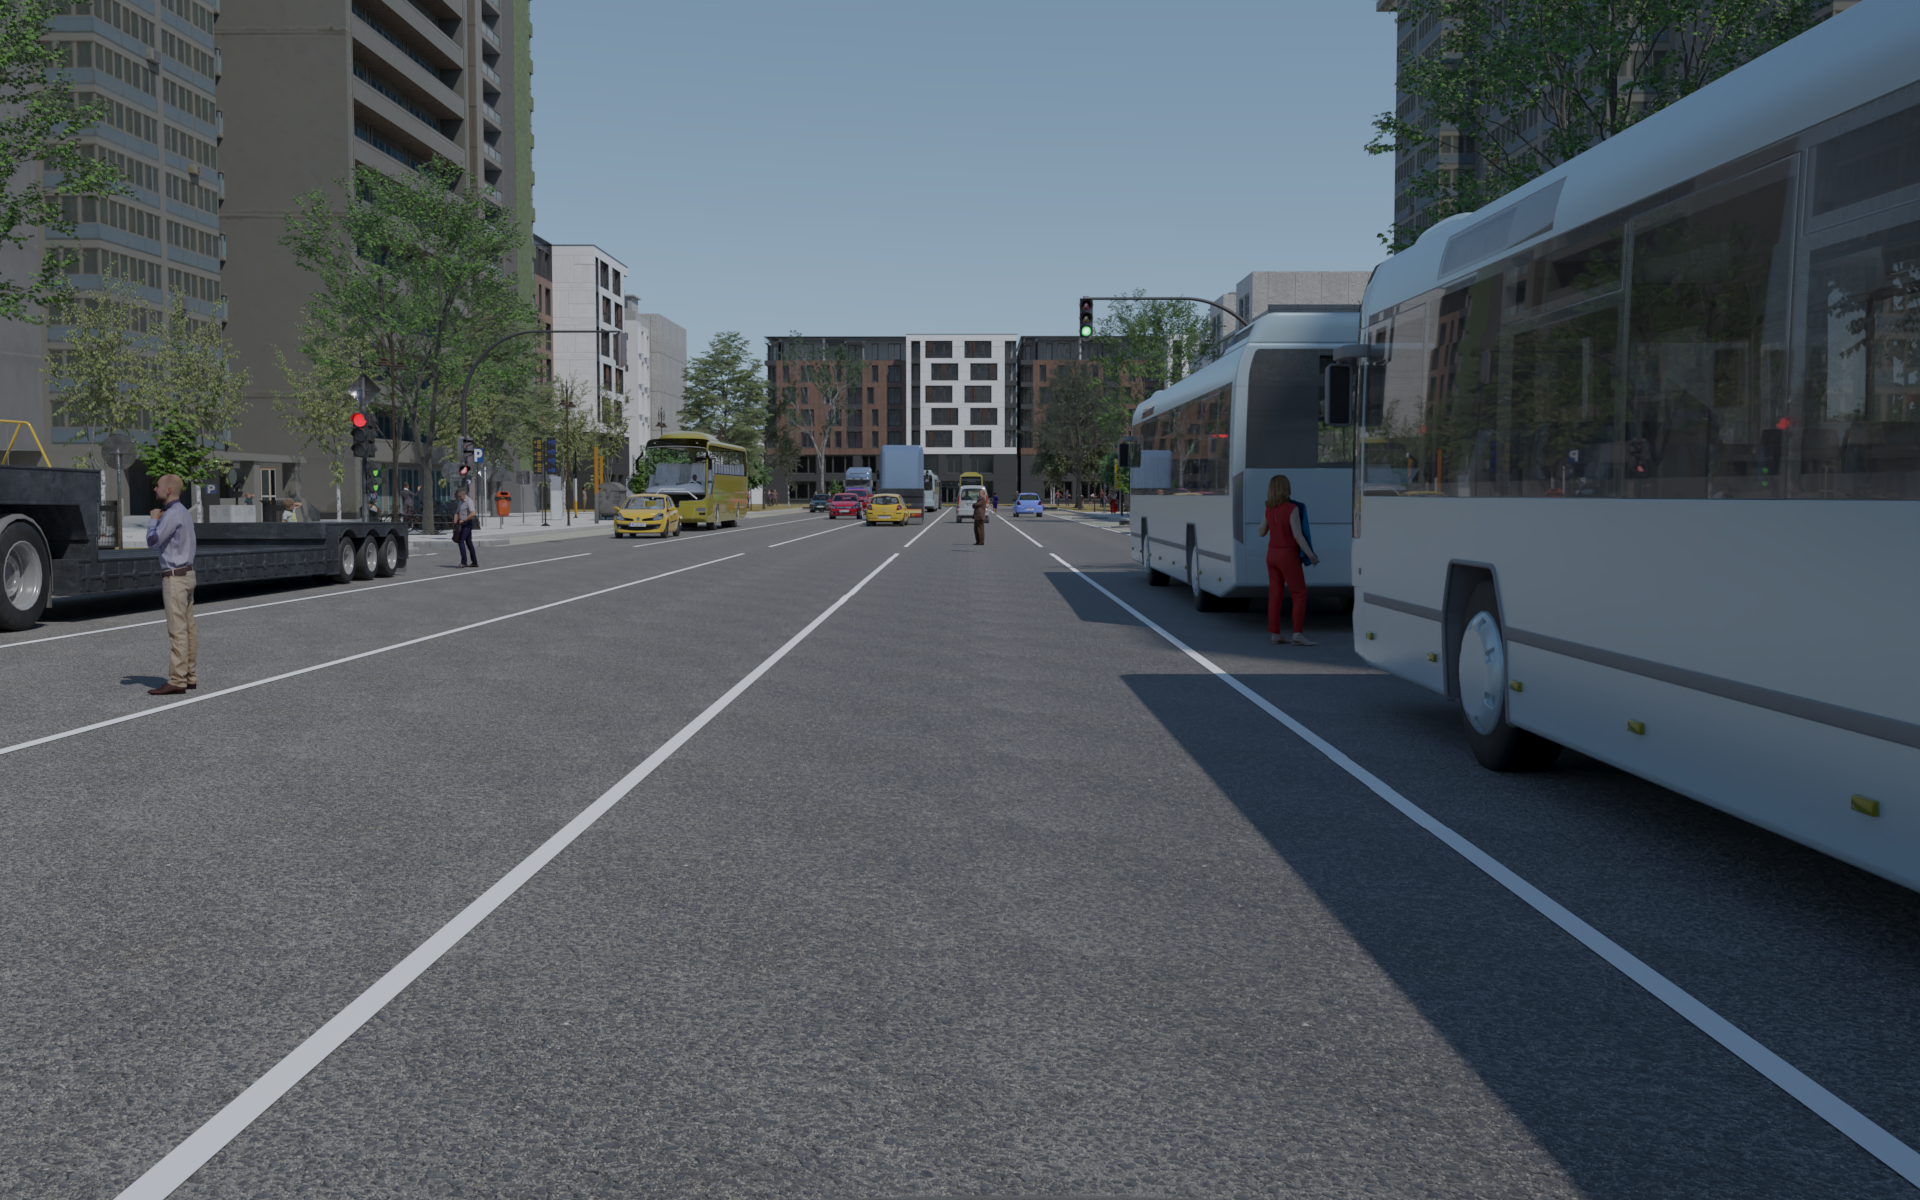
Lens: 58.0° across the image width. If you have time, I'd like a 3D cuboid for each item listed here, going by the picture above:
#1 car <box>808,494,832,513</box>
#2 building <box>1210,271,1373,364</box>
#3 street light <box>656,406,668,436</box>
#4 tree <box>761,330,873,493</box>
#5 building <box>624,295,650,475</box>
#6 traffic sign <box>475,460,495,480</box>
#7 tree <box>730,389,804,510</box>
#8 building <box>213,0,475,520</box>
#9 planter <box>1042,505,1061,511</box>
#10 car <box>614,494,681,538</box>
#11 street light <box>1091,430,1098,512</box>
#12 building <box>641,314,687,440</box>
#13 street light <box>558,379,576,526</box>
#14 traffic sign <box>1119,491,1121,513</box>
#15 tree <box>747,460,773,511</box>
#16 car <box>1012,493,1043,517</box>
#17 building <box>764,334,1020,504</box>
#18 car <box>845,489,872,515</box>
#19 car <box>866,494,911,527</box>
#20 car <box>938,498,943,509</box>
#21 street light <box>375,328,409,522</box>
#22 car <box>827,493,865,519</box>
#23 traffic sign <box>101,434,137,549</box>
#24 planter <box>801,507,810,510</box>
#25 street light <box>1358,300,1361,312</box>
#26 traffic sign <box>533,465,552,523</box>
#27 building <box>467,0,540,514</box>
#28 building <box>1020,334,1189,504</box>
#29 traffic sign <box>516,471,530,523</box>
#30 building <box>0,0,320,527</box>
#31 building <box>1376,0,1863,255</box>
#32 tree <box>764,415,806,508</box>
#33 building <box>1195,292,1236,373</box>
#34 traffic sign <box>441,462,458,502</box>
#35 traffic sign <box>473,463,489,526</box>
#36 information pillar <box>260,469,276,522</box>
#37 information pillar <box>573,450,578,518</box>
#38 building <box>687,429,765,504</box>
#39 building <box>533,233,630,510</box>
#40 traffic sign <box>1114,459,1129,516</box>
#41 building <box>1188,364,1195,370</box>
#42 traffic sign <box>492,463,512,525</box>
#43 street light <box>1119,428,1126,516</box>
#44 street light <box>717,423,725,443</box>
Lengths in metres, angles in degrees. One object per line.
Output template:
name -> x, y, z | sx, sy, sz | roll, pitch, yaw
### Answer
car -> -10.648, -7.578, 133.679 | 2.009, 1.686, 4.222 | 0, 4, 0
building -> 31.596, -17.106, 146.139 | 16.747, 18.905, 31.486 | 0, 4, 0
street light -> -15.680, -7.236, 91.103 | 0.468, 5.910, 1.993 | 0, 4, 0
tree -> -16.821, -21.047, 200.010 | 12.611, 20.169, 13.585 | 0, 3, 0
building -> -37.376, -18.701, 162.176 | 16.016, 20.091, 11.380 | 0, 4, 0
traffic sign -> -18.431, -4.129, 67.248 | 0.795, 2.593, 0.064 | 0, 4, 6
tree -> -16.529, -12.769, 143.191 | 7.601, 10.594, 8.767 | -3, 5, -44
building -> -40.762, -28.860, 95.570 | 21.300, 48.544, 21.600 | 0, 4, 0
planter -> 7.701, -7.880, 149.985 | 1.991, 0.319, 1.994 | 0, 4, 0
car -> -10.306, -2.869, 57.126 | 2.015, 1.641, 3.980 | 0, 4, -1
street light -> 9.557, -9.178, 122.844 | 0.468, 5.910, 1.993 | 0, 4, 0
building -> -45.150, -19.072, 178.290 | 31.486, 18.905, 16.747 | 0, 4, 0
street light -> -15.801, -5.931, 69.755 | 0.468, 5.910, 1.993 | 0, 4, 0
traffic sign -> 11.118, -7.345, 120.201 | 0.768, 2.556, 0.104 | 0, 4, 5
tree -> -16.214, -9.173, 133.685 | 4.285, 4.588, 4.351 | 0, 3, 0
car -> 4.211, -6.015, 107.941 | 1.945, 1.707, 3.694 | 0, 4, -2
building -> -8.983, -23.901, 234.757 | 32.646, 21.610, 27.936 | 0, 4, 0
car -> -7.186, -6.844, 120.567 | 2.281, 1.827, 5.304 | 0, 4, 2
car -> -3.244, -4.134, 77.811 | 2.015, 1.641, 3.980 | 0, 4, 2
car -> -2.616, -9.204, 163.068 | 1.945, 1.354, 3.894 | 0, 4, 1
street light -> -15.834, -4.627, 48.434 | 0.468, 5.910, 1.993 | 0, 4, 0
car -> -6.526, -5.513, 99.180 | 2.155, 1.783, 4.494 | 0, 4, -1
traffic sign -> -17.730, -2.227, 36.524 | 0.768, 2.556, 0.104 | 0, 4, 3
planter -> -13.017, -7.959, 151.269 | 1.991, 0.319, 1.994 | 0, 4, 0
street light -> 9.236, -4.072, 39.359 | 0.468, 5.910, 1.993 | 0, 4, 0
traffic sign -> -18.349, -4.652, 76.065 | 0.884, 2.594, 0.081 | 1, 4, 9
building -> -36.562, -26.299, 113.585 | 14.154, 41.232, 14.086 | 0, 4, 0
building -> 24.206, -23.861, 234.105 | 32.646, 21.610, 27.936 | 0, 4, 0
traffic sign -> -19.045, -4.488, 75.513 | 0.606, 2.300, 0.079 | 0, 4, 1
building -> -46.126, -23.316, 73.093 | 32.217, 40.220, 23.993 | 0, 4, 0
building -> 41.448, -25.615, 110.681 | 32.217, 40.220, 23.993 | 0, 4, 0
tree -> -16.008, -12.810, 159.813 | 4.360, 8.622, 3.978 | 0, 3, 0
building -> 31.797, -19.026, 167.493 | 16.016, 20.091, 11.380 | 0, 4, 0
traffic sign -> -20.138, -4.186, 68.542 | 0.768, 2.556, 0.104 | 0, 4, 1
traffic sign -> -18.963, -4.195, 68.689 | 0.768, 2.556, 0.104 | 0, 4, 7
information pillar -> -20.002, -2.790, 50.109 | 0.304, 2.012, 0.304 | 1, 4, 9
information pillar -> -20.607, -6.199, 92.715 | 0.183, 3.616, 0.504 | -2, 4, -26
building -> -39.382, -17.344, 225.718 | 28.070, 9.664, 9.099 | 0, 4, 0
building -> -43.832, -18.098, 139.880 | 27.936, 21.610, 32.646 | 0, 4, 0
traffic sign -> 10.004, -6.474, 99.723 | 2.265, 3.308, 0.079 | 1, 4, 9
building -> 31.927, -19.762, 179.530 | 16.016, 20.091, 11.380 | 0, 4, 0
traffic sign -> -19.233, -4.449, 72.752 | 0.884, 2.594, 0.081 | 0, 4, 6
street light -> 9.527, -7.878, 101.599 | 0.468, 5.910, 1.993 | 0, 4, 0
street light -> -15.543, -8.548, 112.544 | 0.468, 5.910, 1.993 | 0, 4, 0
